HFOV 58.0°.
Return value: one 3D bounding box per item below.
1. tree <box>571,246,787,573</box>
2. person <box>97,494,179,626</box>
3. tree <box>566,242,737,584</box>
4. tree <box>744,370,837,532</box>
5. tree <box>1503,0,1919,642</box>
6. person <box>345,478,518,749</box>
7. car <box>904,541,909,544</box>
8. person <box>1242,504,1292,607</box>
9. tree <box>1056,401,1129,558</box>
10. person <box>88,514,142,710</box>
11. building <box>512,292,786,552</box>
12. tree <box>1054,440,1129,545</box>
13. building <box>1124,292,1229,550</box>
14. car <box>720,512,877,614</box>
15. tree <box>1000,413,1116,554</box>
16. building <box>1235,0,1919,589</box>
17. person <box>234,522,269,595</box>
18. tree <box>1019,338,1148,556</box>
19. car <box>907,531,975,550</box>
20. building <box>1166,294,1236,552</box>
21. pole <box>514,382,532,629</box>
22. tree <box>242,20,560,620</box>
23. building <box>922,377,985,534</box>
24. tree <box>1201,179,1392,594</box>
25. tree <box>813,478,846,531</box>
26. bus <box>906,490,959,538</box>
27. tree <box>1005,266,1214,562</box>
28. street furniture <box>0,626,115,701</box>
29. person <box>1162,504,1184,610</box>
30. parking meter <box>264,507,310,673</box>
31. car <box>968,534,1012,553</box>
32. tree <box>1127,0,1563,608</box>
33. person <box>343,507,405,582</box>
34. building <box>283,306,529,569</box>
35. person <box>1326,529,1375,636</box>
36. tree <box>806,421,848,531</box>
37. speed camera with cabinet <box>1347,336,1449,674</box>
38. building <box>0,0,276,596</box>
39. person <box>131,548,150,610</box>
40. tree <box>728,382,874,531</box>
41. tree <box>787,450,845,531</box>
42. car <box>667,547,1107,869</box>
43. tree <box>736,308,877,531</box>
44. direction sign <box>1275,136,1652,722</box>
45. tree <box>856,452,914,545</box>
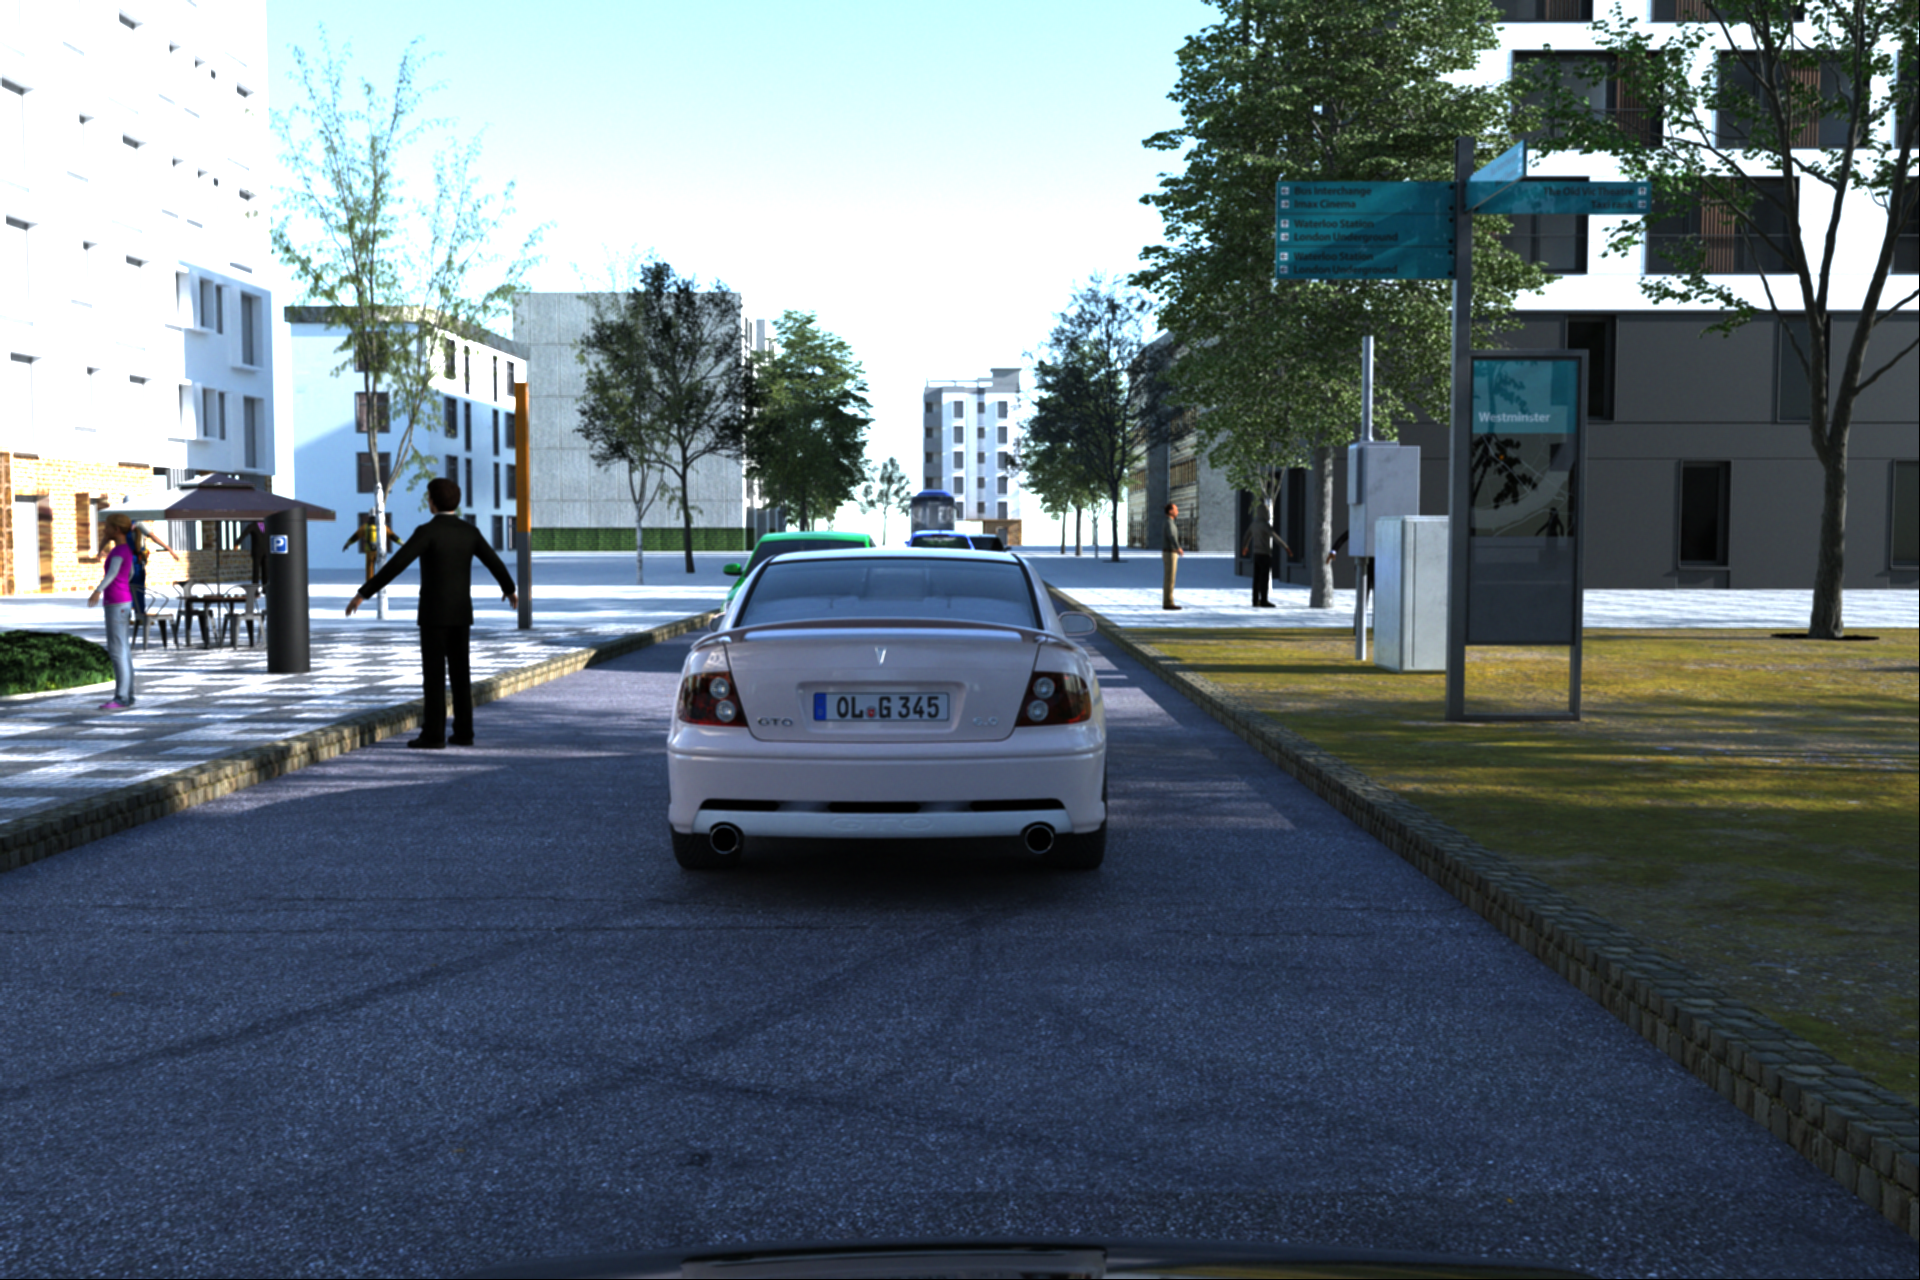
[{"bbox_3d":[-9.254,-7.492,56.914,7.601,10.594,8.767,0,4,-7],"label":"tree"},{"bbox_3d":[-11.596,-1.129,24.312,1.347,1.847,0.705,1,4,16],"label":"person"},{"bbox_3d":[-8.290,-5.739,44.194,4.360,8.622,3.978,0,3,0],"label":"tree"},{"bbox_3d":[-7.758,-7.859,78.853,4.737,8.622,4.395,0,3,0],"label":"tree"},{"bbox_3d":[10.532,-5.808,20.712,9.928,11.665,9.643,0,3,0],"label":"tree"},{"bbox_3d":[-3.489,-0.185,11.669,0.705,1.806,1.347,3,4,37],"label":"person"},{"bbox_3d":[-1.682,-4.442,82.225,1.945,1.707,3.694,0,4,0],"label":"car"},{"bbox_3d":[5.333,-1.487,30.440,0.705,1.813,1.348,-2,4,-28],"label":"person"},{"bbox_3d":[7.327,-8.658,91.925,4.360,8.622,3.978,0,3,0],"label":"tree"},{"bbox_3d":[-6.266,-0.214,12.764,0.599,1.433,0.991,-1,4,-15],"label":"person"},{"bbox_3d":[-24.290,-16.879,142.429,16.747,18.905,31.486,0,3,0],"label":"building"},{"bbox_3d":[15.099,-17.529,196.963,12.009,13.543,11.850,0,3,0],"label":"tree"},{"bbox_3d":[24.728,-19.586,151.155,19.493,23.208,18.063,0,4,1],"label":"building"},{"bbox_3d":[-1.673,-0.687,20.029,1.959,1.807,4.718,0,3,0],"label":"car"},{"bbox_3d":[6.475,-10.735,109.932,8.767,10.594,7.601,1,4,13],"label":"tree"},{"bbox_3d":[22.496,-12.946,55.644,27.936,21.610,32.646,0,4,0],"label":"building"},{"bbox_3d":[-14.797,-1.862,36.661,0.704,1.802,1.346,2,4,35],"label":"person"},{"bbox_3d":[7.177,-11.116,99.880,7.486,12.596,7.792,0,3,0],"label":"tree"},{"bbox_3d":[-0.408,-1.545,34.852,1.945,1.707,3.694,0,4,-1],"label":"car"},{"bbox_3d":[26.188,-18.383,131.487,19.493,23.208,18.063,0,4,0],"label":"building"},{"bbox_3d":[-5.890,-1.805,23.359,0.158,3.312,0.155,0,3,0],"label":"pole"},{"bbox_3d":[-8.912,-4.617,25.845,4.360,8.622,3.978,0,3,0],"label":"tree"},{"bbox_3d":[-3.994,-20.888,200.394,11.380,20.090,16.016,0,4,-6],"label":"building"},{"bbox_3d":[6.354,-5.283,36.737,4.360,8.622,3.978,0,3,0],"label":"tree"},{"bbox_3d":[-14.553,-14.952,194.821,4.737,8.622,4.395,0,3,0],"label":"tree"},{"bbox_3d":[-1.489,-6.663,100.486,2.896,3.916,12.251,0,4,0],"label":"bus"},{"bbox_3d":[7.072,-10.338,79.401,12.009,13.543,11.850,0,3,0],"label":"tree"},{"bbox_3d":[-10.071,0.195,12.437,5.734,0.657,10.072,0,4,2],"label":"street furniture"},{"bbox_3d":[3.595,-1.415,29.403,0.705,1.796,1.348,0,3,0],"label":"person"},{"bbox_3d":[-6.250,-0.469,16.086,0.372,1.533,0.369,0,3,0],"label":"parking meter"},{"bbox_3d":[0.613,-2.694,53.825,2.009,1.686,4.222,0,3,0],"label":"car"},{"bbox_3d":[6.512,-6.806,29.410,7.486,12.596,7.792,0,3,0],"label":"tree"},{"bbox_3d":[-12.416,-1.897,36.782,1.354,1.858,0.705,-1,4,-9],"label":"person"},{"bbox_3d":[-23.865,-8.300,77.853,9.099,9.664,28.070,0,4,1],"label":"building"},{"bbox_3d":[4.972,-0.862,20.817,1.216,1.740,0.721,-1,4,-9],"label":"person"},{"bbox_3d":[-8.064,-9.550,106.499,4.360,8.622,3.978,0,3,0],"label":"tree"},{"bbox_3d":[4.280,-1.369,16.724,0.660,3.252,2.038,0,4,-1],"label":"speed camera with cabinet"},{"bbox_3d":[-24.617,-10.991,36.119,16.016,20.090,11.380,0,4,1],"label":"building"},{"bbox_3d":[-14.036,-1.405,29.429,0.721,1.772,1.216,-3,5,-43],"label":"person"},{"bbox_3d":[-8.749,-10.048,98.696,8.767,10.594,7.601,-3,4,-36],"label":"tree"},{"bbox_3d":[-16.768,-17.368,202.096,7.486,12.596,7.792,0,3,0],"label":"tree"},{"bbox_3d":[-0.306,0.218,8.796,2.083,1.381,4.827,0,4,0],"label":"car"},{"bbox_3d":[-7.787,-10.361,87.526,7.486,12.596,7.792,0,3,0],"label":"tree"},{"bbox_3d":[3.398,-1.374,11.222,2.525,3.948,1.411,0,4,0],"label":"direction sign"},{"bbox_3d":[-8.325,-16.029,196.481,7.601,10.594,8.767,0,4,2],"label":"tree"}]
